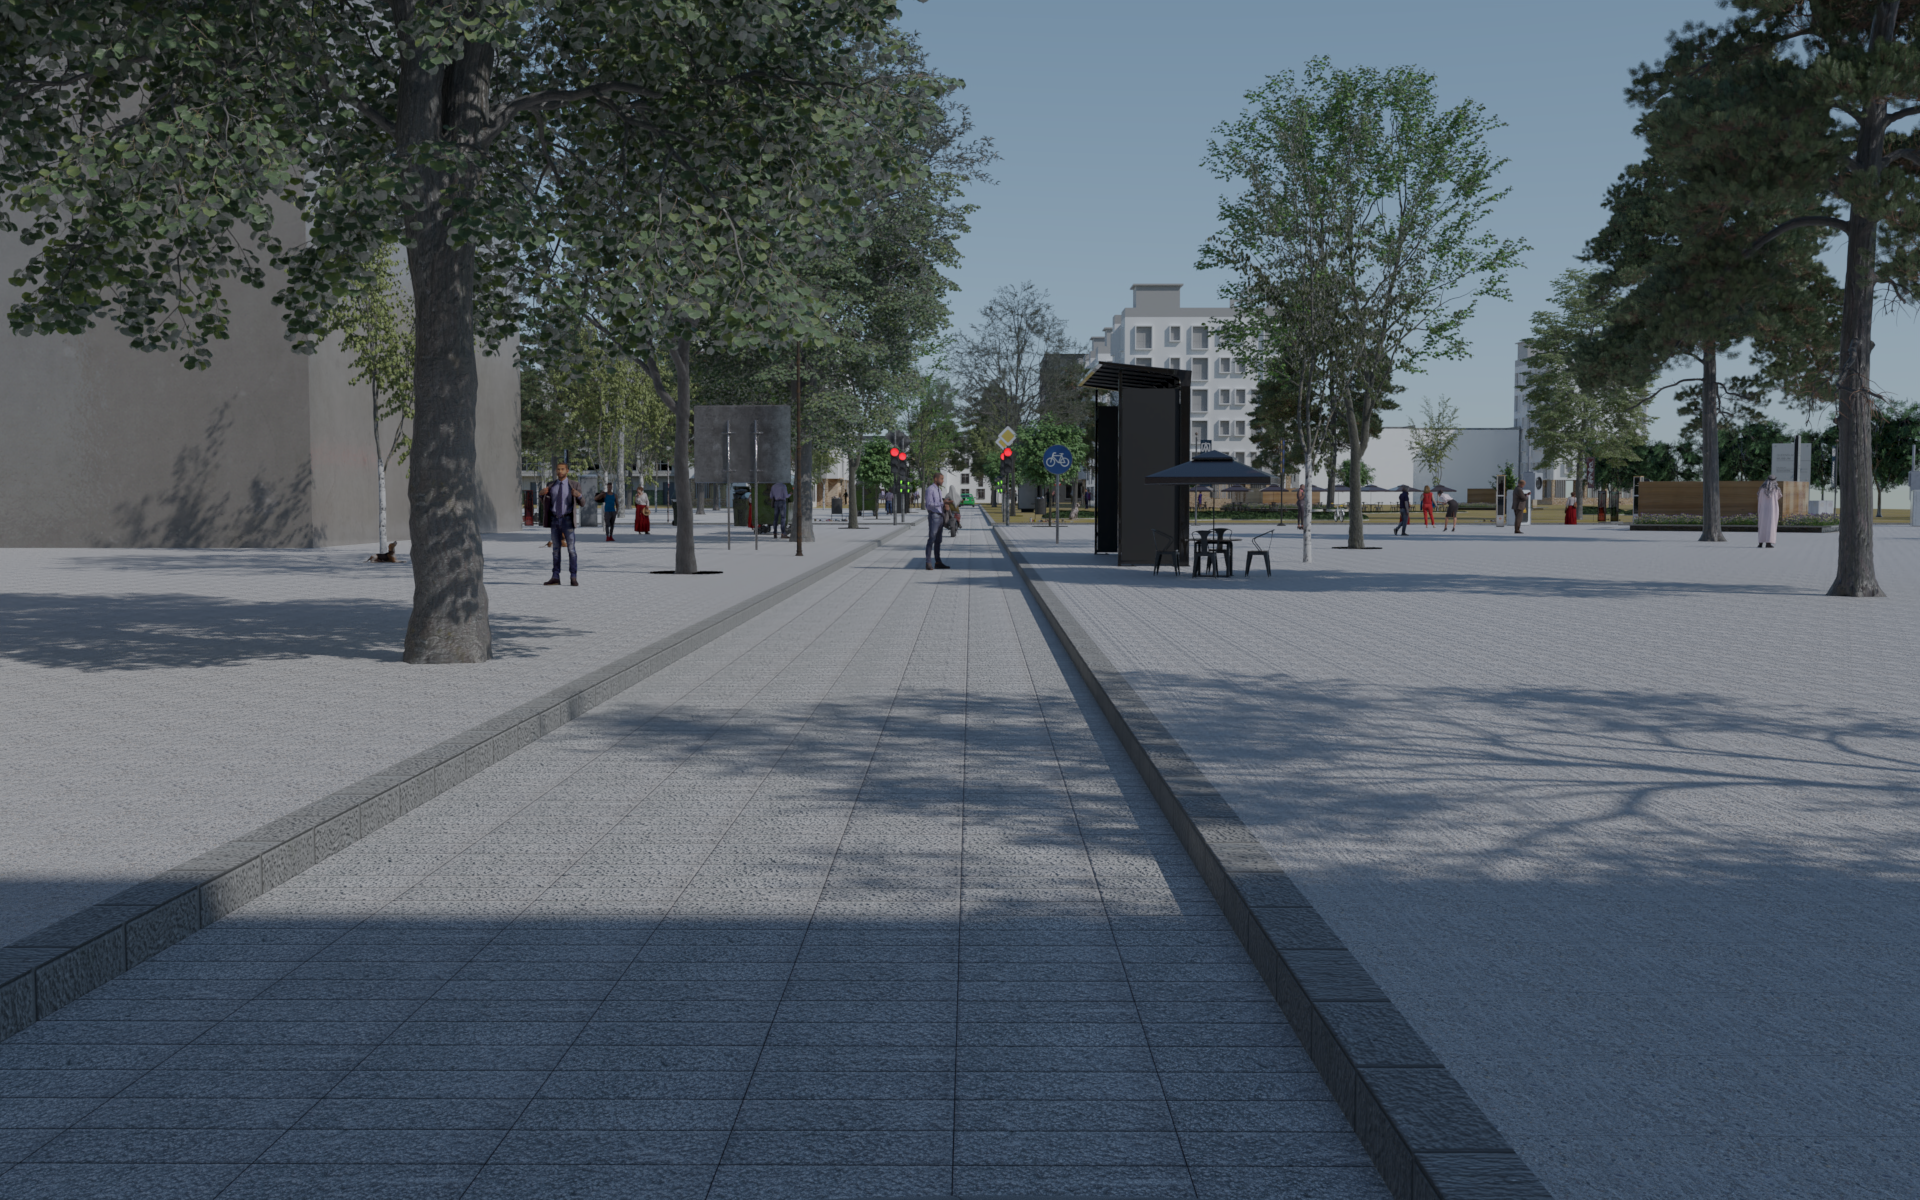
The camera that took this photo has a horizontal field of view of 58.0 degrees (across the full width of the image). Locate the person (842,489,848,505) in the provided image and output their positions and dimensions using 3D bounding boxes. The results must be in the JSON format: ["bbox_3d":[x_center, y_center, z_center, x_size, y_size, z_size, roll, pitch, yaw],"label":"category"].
[{"bbox_3d":[-13.368,-12.021,202.214,0.705,1.869,1.348,-2,4,-33],"label":"person"}]

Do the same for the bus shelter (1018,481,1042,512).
[{"bbox_3d":[4.842,-7.722,120.173,2.014,3.302,5.546,0,4,0],"label":"bus shelter"}]

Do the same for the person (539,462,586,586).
[{"bbox_3d":[-5.561,-1.058,24.166,0.655,1.722,0.431,1,4,11],"label":"person"}]

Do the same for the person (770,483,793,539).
[{"bbox_3d":[-5.107,-2.693,49.946,0.709,1.838,0.599,2,4,33],"label":"person"}]

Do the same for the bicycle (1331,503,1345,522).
[{"bbox_3d":[17.303,-4.023,78.996,0.635,0.972,1.543,0,4,-3],"label":"bicycle"}]

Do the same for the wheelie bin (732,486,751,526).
[{"bbox_3d":[-8.625,-3.721,68.743,0.980,1.594,0.693,1,4,12],"label":"wheelie bin"}]

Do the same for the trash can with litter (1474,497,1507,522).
[{"bbox_3d":[24.972,-4.227,80.164,2.233,1.210,1.678,1,4,15],"label":"trash can with litter"}]

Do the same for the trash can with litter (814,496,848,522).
[{"bbox_3d":[-6.116,-4.279,81.020,2.233,1.210,1.678,1,4,9],"label":"trash can with litter"}]

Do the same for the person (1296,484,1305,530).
[{"bbox_3d":[12.318,-3.345,62.210,0.415,1.643,0.593,-2,4,-33],"label":"person"}]

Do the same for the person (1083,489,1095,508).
[{"bbox_3d":[12.060,-9.470,161.554,1.217,1.739,0.721,-1,4,-19],"label":"person"}]

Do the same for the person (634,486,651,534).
[{"bbox_3d":[-10.117,-2.852,55.146,0.523,1.526,0.387,-1,4,-9],"label":"person"}]

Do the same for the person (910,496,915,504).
[{"bbox_3d":[-6.073,-12.770,215.386,0.990,1.755,0.434,0,4,-3],"label":"person"}]

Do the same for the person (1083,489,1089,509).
[{"bbox_3d":[10.605,-8.536,146.315,0.504,1.737,0.576,-2,4,-24],"label":"person"}]

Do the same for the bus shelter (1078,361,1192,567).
[{"bbox_3d":[3.329,-2.592,33.665,1.731,3.624,6.357,0,4,0],"label":"bus shelter"}]

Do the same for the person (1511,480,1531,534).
[{"bbox_3d":[18.190,-3.022,56.134,0.600,1.739,0.565,-1,4,-22],"label":"person"}]

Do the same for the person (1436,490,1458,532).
[{"bbox_3d":[16.695,-3.070,59.420,0.799,1.438,0.628,1,4,23],"label":"person"}]

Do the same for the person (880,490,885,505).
[{"bbox_3d":[-9.529,-12.604,211.994,0.709,1.838,0.599,-1,4,-17],"label":"person"}]

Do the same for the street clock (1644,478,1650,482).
[{"bbox_3d":[31.228,-4.553,79.018,0.471,2.002,0.358,-2,4,-33],"label":"street clock"}]

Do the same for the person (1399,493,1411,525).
[{"bbox_3d":[19.214,-3.902,74.757,0.523,1.526,0.387,-3,5,-40],"label":"person"}]

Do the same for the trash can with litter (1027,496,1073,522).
[{"bbox_3d":[4.035,-4.159,79.056,2.233,1.210,1.678,1,4,15],"label":"trash can with litter"}]

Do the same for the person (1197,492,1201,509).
[{"bbox_3d":[19.906,-8.309,144.267,0.546,1.535,0.453,2,4,35],"label":"person"}]

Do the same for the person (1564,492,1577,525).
[{"bbox_3d":[25.952,-3.828,73.553,0.523,1.526,0.387,0,4,4],"label":"person"}]

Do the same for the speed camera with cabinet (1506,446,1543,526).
[{"bbox_3d":[23.044,-4.666,70.631,0.660,3.252,2.038,3,5,44],"label":"speed camera with cabinet"}]

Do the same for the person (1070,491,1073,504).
[{"bbox_3d":[14.722,-13.389,225.679,0.721,1.736,1.217,-3,4,-37],"label":"person"}]

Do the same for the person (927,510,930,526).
[{"bbox_3d":[-1.147,-3.618,69.863,0.429,1.552,0.499,2,4,28],"label":"person"}]

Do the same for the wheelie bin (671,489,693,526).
[{"bbox_3d":[-11.182,-3.774,69.608,0.980,1.594,0.693,2,4,33],"label":"wheelie bin"}]

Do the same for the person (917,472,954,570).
[{"bbox_3d":[-0.345,-1.493,32.778,0.599,1.838,0.709,1,4,23],"label":"person"}]

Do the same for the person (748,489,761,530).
[{"bbox_3d":[-7.250,-3.227,61.272,0.523,1.526,0.387,0,4,-2],"label":"person"}]

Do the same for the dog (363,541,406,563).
[{"bbox_3d":[-10.759,-0.895,32.377,0.748,0.427,0.550,3,4,37],"label":"dog"}]

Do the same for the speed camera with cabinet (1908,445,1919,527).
[{"bbox_3d":[38.161,-4.559,68.882,0.660,3.252,2.038,2,4,24],"label":"speed camera with cabinet"}]

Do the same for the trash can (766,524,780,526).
[{"bbox_3d":[-7.527,-3.548,69.661,0.748,1.137,0.748,0,3,0],"label":"trash can"}]

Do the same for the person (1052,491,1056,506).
[{"bbox_3d":[9.865,-10.675,182.049,0.415,1.643,0.593,-2,4,-29],"label":"person"}]

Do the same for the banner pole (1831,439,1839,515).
[{"bbox_3d":[40.005,-5.458,79.261,0.401,3.779,0.863,3,5,44],"label":"banner pole"}]

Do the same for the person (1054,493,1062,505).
[{"bbox_3d":[11.923,-12.612,212.934,1.217,1.739,0.721,1,4,16],"label":"person"}]

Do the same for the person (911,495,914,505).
[{"bbox_3d":[-5.458,-11.845,200.424,1.217,1.735,0.721,-2,4,-29],"label":"person"}]

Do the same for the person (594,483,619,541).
[{"bbox_3d":[-9.591,-2.397,47.108,0.647,1.594,0.662,-2,4,-32],"label":"person"}]

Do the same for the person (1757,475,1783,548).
[{"bbox_3d":[19.318,-2.118,41.341,0.551,1.740,0.621,1,4,20],"label":"person"}]

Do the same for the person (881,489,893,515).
[{"bbox_3d":[-4.323,-5.980,105.773,0.963,1.587,0.435,-2,4,-29],"label":"person"}]

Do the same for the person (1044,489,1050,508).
[{"bbox_3d":[8.387,-9.744,165.384,1.348,1.821,0.705,-3,5,-44],"label":"person"}]

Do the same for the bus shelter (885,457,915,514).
[{"bbox_3d":[-3.872,-7.430,112.763,1.731,3.624,6.357,0,4,0],"label":"bus shelter"}]

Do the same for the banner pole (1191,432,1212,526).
[{"bbox_3d":[9.792,-4.900,70.134,0.863,3.779,0.401,0,4,-1],"label":"banner pole"}]

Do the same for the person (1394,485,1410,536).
[{"bbox_3d":[13.581,-2.748,53.180,0.471,1.553,0.569,1,4,22],"label":"person"}]

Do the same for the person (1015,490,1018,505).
[{"bbox_3d":[6.416,-11.634,197.053,0.721,1.735,1.217,-1,4,-20],"label":"person"}]

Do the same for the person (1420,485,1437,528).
[{"bbox_3d":[17.726,-3.536,65.565,0.593,1.614,0.444,3,4,37],"label":"person"}]

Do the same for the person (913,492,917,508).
[{"bbox_3d":[-4.072,-9.572,162.416,0.709,1.838,0.599,-1,4,-12],"label":"person"}]
